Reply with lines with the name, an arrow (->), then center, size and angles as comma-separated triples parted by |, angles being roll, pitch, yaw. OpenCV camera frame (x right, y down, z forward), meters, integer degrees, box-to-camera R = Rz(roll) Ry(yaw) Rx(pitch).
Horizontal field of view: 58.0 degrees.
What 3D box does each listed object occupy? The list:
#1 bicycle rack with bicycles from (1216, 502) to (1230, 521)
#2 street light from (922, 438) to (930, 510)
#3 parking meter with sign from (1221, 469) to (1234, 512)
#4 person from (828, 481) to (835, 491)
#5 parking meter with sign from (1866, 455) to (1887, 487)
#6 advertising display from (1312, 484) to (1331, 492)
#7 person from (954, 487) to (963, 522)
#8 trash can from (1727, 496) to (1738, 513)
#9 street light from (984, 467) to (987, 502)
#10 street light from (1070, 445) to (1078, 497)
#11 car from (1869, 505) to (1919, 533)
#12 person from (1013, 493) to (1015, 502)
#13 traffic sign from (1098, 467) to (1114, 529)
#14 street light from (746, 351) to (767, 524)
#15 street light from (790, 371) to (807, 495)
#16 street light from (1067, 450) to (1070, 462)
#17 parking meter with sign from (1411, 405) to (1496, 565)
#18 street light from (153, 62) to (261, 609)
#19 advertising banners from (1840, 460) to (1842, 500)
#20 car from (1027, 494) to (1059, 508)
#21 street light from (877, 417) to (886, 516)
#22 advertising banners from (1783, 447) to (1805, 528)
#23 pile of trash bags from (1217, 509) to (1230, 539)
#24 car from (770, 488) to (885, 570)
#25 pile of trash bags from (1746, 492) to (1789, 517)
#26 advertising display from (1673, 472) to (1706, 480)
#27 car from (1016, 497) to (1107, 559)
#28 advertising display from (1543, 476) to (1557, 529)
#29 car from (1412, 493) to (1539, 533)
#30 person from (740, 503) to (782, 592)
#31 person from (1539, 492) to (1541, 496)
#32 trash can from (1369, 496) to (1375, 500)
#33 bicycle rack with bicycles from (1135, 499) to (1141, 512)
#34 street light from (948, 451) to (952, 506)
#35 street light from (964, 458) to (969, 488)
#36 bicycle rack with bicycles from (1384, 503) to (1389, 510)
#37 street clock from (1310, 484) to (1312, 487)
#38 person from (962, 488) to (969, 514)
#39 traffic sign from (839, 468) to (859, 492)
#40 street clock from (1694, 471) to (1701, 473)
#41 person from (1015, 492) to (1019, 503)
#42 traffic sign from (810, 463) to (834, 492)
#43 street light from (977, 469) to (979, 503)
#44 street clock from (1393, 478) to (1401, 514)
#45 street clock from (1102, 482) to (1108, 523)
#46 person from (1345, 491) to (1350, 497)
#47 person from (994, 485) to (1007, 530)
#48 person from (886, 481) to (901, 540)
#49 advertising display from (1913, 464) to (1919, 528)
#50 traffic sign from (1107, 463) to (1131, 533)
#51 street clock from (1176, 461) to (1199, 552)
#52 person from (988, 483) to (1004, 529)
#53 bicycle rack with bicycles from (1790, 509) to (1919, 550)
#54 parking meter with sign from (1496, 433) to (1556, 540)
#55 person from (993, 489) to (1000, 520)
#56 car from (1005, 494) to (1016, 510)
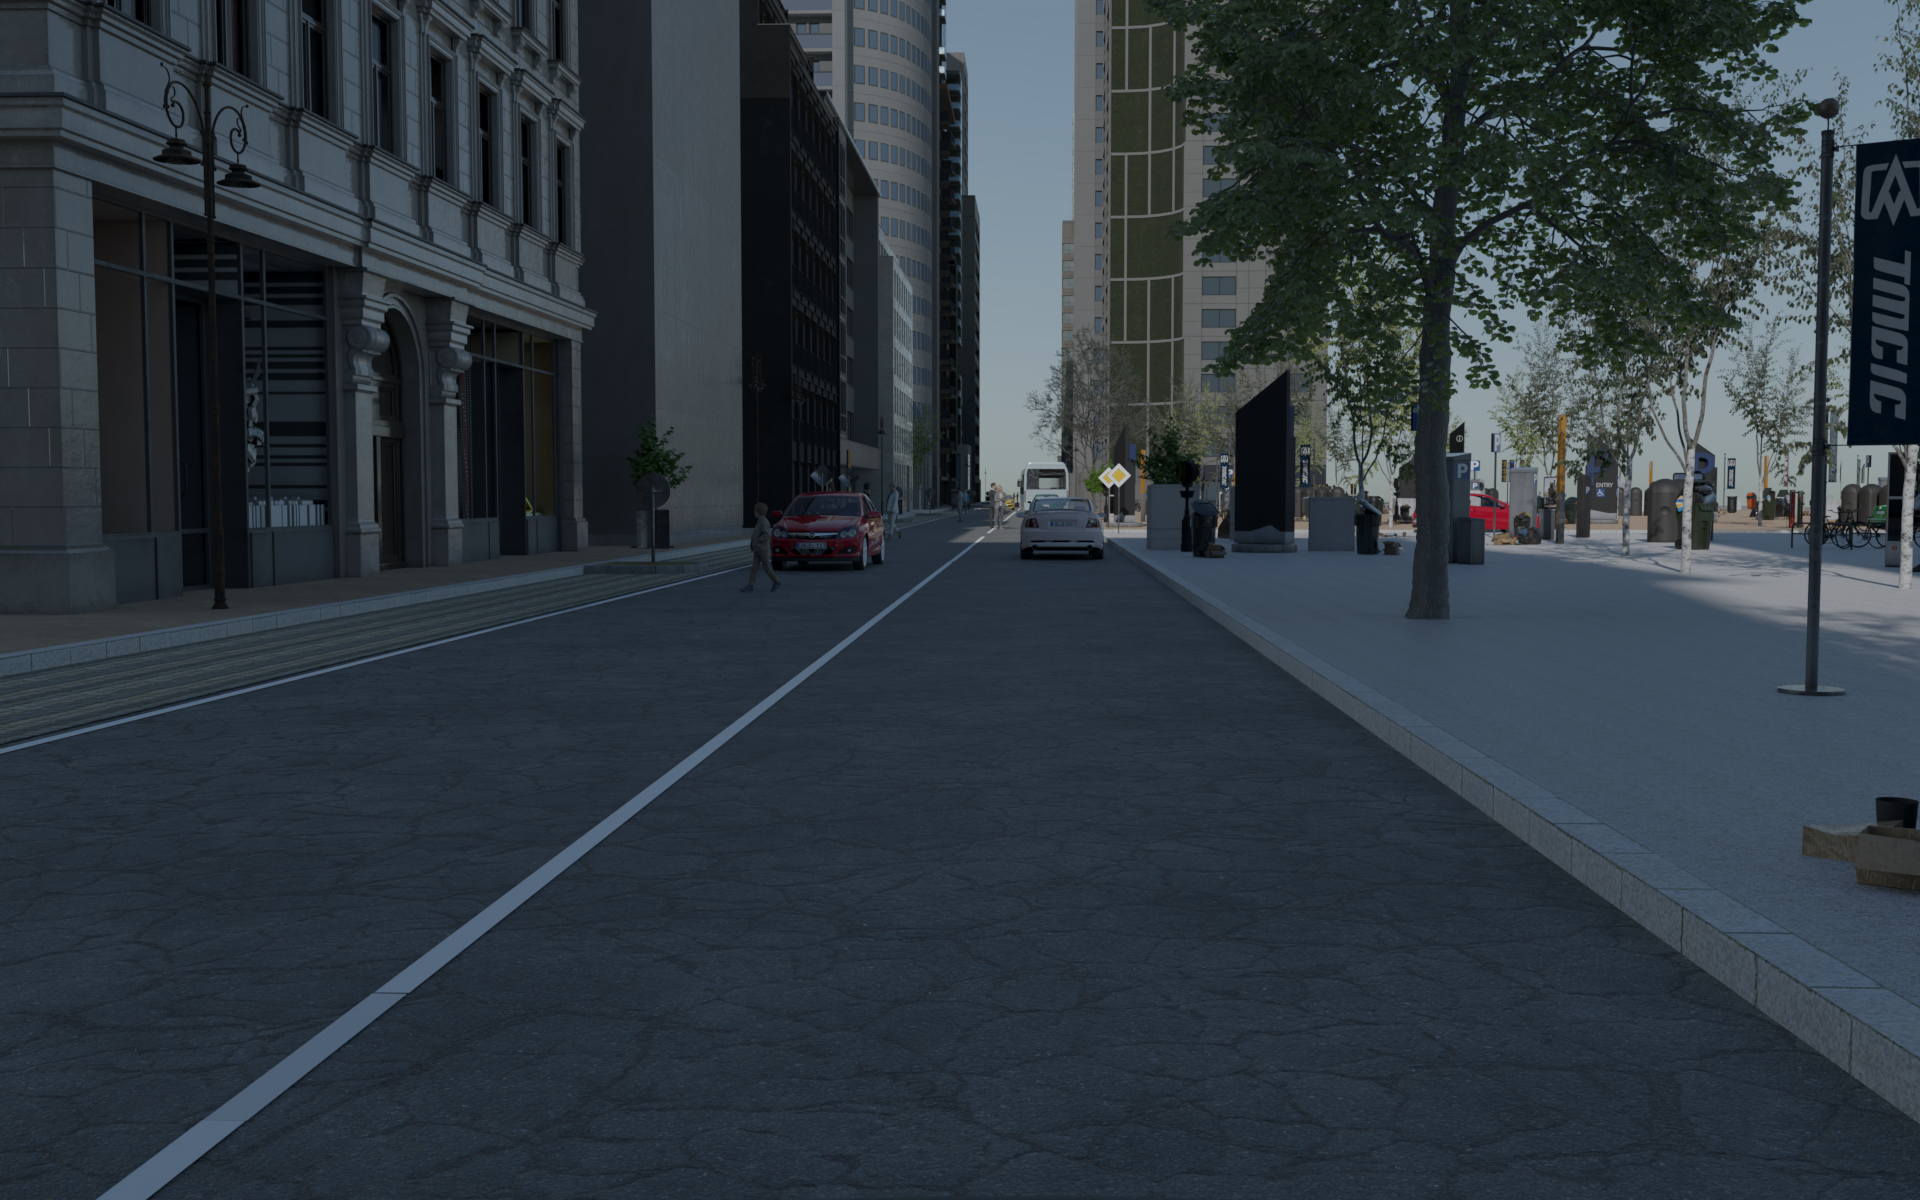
bicycle rack with bicycles -> 13.209, -4.202, 82.088 | 2.925, 0.926, 2.852 | 0, 4, 7
street light -> -2.627, -10.331, 141.697 | 0.468, 5.910, 1.993 | 0, 4, 3
parking meter with sign -> 18.798, -7.706, 122.257 | 0.543, 3.016, 1.738 | 0, 4, -7
person -> -3.717, -2.481, 49.338 | 0.520, 1.790, 0.573 | -1, 4, -17
parking meter with sign -> 41.467, -4.963, 77.406 | 1.738, 3.016, 0.543 | 1, 4, 12
advertising display -> 22.163, -6.198, 106.552 | 0.974, 1.923, 0.123 | 1, 4, 14
person -> -0.080, -4.940, 89.447 | 0.466, 1.800, 0.511 | 0, 4, 3
trash can -> 52.149, -6.442, 116.976 | 0.748, 1.137, 0.748 | 0, 3, 0
street light -> 4.388, -19.917, 298.434 | 0.468, 5.910, 1.993 | 0, 4, 3
street light -> 9.492, -10.350, 142.007 | 0.468, 5.910, 1.993 | 0, 4, 3
car -> 33.187, -3.019, 58.161 | 4.718, 1.807, 1.959 | 0, 4, 2
person -> 7.525, -14.031, 239.368 | 0.415, 1.643, 0.593 | -3, 4, -36
traffic sign -> 5.528, -3.714, 64.364 | 0.795, 2.450, 0.064 | 0, 4, 3
street light -> -6.583, -5.101, 56.184 | 0.468, 5.910, 1.993 | 0, 4, 3
street light -> -6.067, -5.650, 65.159 | 0.468, 5.910, 1.993 | 0, 4, 3
street light -> 11.262, -12.599, 178.780 | 0.468, 5.910, 1.993 | 0, 4, 3
parking meter with sign -> 9.110, -2.197, 32.189 | 0.543, 3.016, 1.738 | -1, 4, -21
street light -> -8.263, -2.837, 19.167 | 0.468, 5.910, 1.993 | 0, 4, 3
advertising banners -> 45.088, -5.653, 88.618 | 0.090, 3.025, 2.074 | 2, 4, 24
car -> 4.637, -4.944, 92.632 | 2.131, 1.459, 4.920 | 0, 4, 4
street light -> -4.591, -7.893, 101.836 | 0.468, 5.910, 1.993 | 0, 4, 3
advertising banners -> 31.367, -4.221, 65.205 | 2.074, 3.025, 0.090 | -3, 5, -43
pile of trash bags -> 7.882, -2.460, 49.978 | 3.447, 1.369, 1.912 | 0, 4, 4
car -> -2.561, -1.528, 34.028 | 2.155, 1.783, 4.494 | 0, 4, 5
pile of trash bags -> 44.741, -5.286, 96.180 | 3.447, 1.369, 1.912 | -3, 4, -36
advertising display -> 21.772, -2.848, 51.773 | 0.123, 1.923, 0.974 | -3, 4, -39
car -> 2.317, -1.662, 39.540 | 2.083, 1.381, 4.827 | 0, 4, 3
advertising display -> 21.669, -3.552, 63.292 | 0.123, 1.923, 0.974 | -1, 4, -18
car -> 18.070, -3.138, 60.350 | 4.494, 1.783, 2.155 | 0, 4, 2
person -> -2.900, -0.771, 25.377 | 0.640, 1.303, 0.475 | -2, 4, -35
person -> 72.487, -12.700, 216.925 | 0.721, 1.735, 1.217 | 1, 4, 15
trash can -> 31.913, -7.467, 133.732 | 0.748, 1.137, 0.748 | 0, 3, 0
bicycle rack with bicycles -> 12.344, -6.783, 124.286 | 2.852, 0.926, 2.925 | 0, 4, -7
street light -> -1.036, -12.598, 178.764 | 0.468, 5.910, 1.993 | 0, 4, 3
street light -> 1.033, -15.407, 224.699 | 0.468, 5.910, 1.993 | 0, 4, 3
bicycle rack with bicycles -> 31.713, -6.870, 125.706 | 2.852, 0.926, 2.925 | 0, 4, 1
street clock -> 25.771, -7.446, 126.304 | 0.471, 2.002, 0.358 | -3, 4, -37
person -> 0.333, -7.084, 124.182 | 0.638, 1.841, 0.748 | -1, 4, -12
traffic sign -> -4.156, -3.742, 64.822 | 0.795, 2.450, 0.064 | 0, 4, 3
street clock -> 22.981, -3.027, 54.055 | 0.471, 2.002, 0.358 | 1, 4, 16
person -> 8.960, -16.091, 272.417 | 0.721, 1.723, 1.217 | 2, 4, 28
traffic sign -> -4.518, -3.254, 56.846 | 0.795, 2.450, 0.064 | 0, 4, 3
street light -> 2.746, -17.675, 261.765 | 0.468, 5.910, 1.993 | 0, 4, 3
street clock -> 19.696, -4.498, 78.104 | 0.358, 2.002, 0.471 | 1, 4, 23
street clock -> 6.595, -4.497, 78.098 | 0.358, 2.002, 0.471 | -1, 4, -17
person -> 48.926, -12.880, 219.182 | 1.348, 1.812, 0.705 | 2, 4, 33
person -> 1.655, -3.757, 70.104 | 0.537, 1.800, 0.526 | 0, 4, 0
person -> -2.055, -2.800, 54.153 | 0.514, 1.842, 0.818 | 3, 5, 43
advertising display -> 20.410, -1.906, 36.373 | 0.974, 1.923, 0.123 | 1, 4, 20
traffic sign -> 5.165, -3.226, 56.387 | 0.795, 2.450, 0.064 | 0, 4, 3
street clock -> 5.029, -2.067, 38.370 | 0.471, 2.002, 0.358 | 3, 5, 44
person -> 1.458, -3.915, 71.876 | 0.474, 1.900, 0.648 | -3, 4, -36
bicycle rack with bicycles -> 21.051, -1.687, 40.968 | 2.852, 0.926, 2.925 | -1, 4, -18
parking meter with sign -> 16.004, -3.236, 49.177 | 1.738, 3.016, 0.543 | 3, 4, 37
person -> 2.026, -5.244, 94.101 | 0.748, 1.841, 0.638 | -1, 4, -22
car -> 4.015, -8.846, 154.857 | 2.015, 1.641, 3.980 | 0, 4, 1
